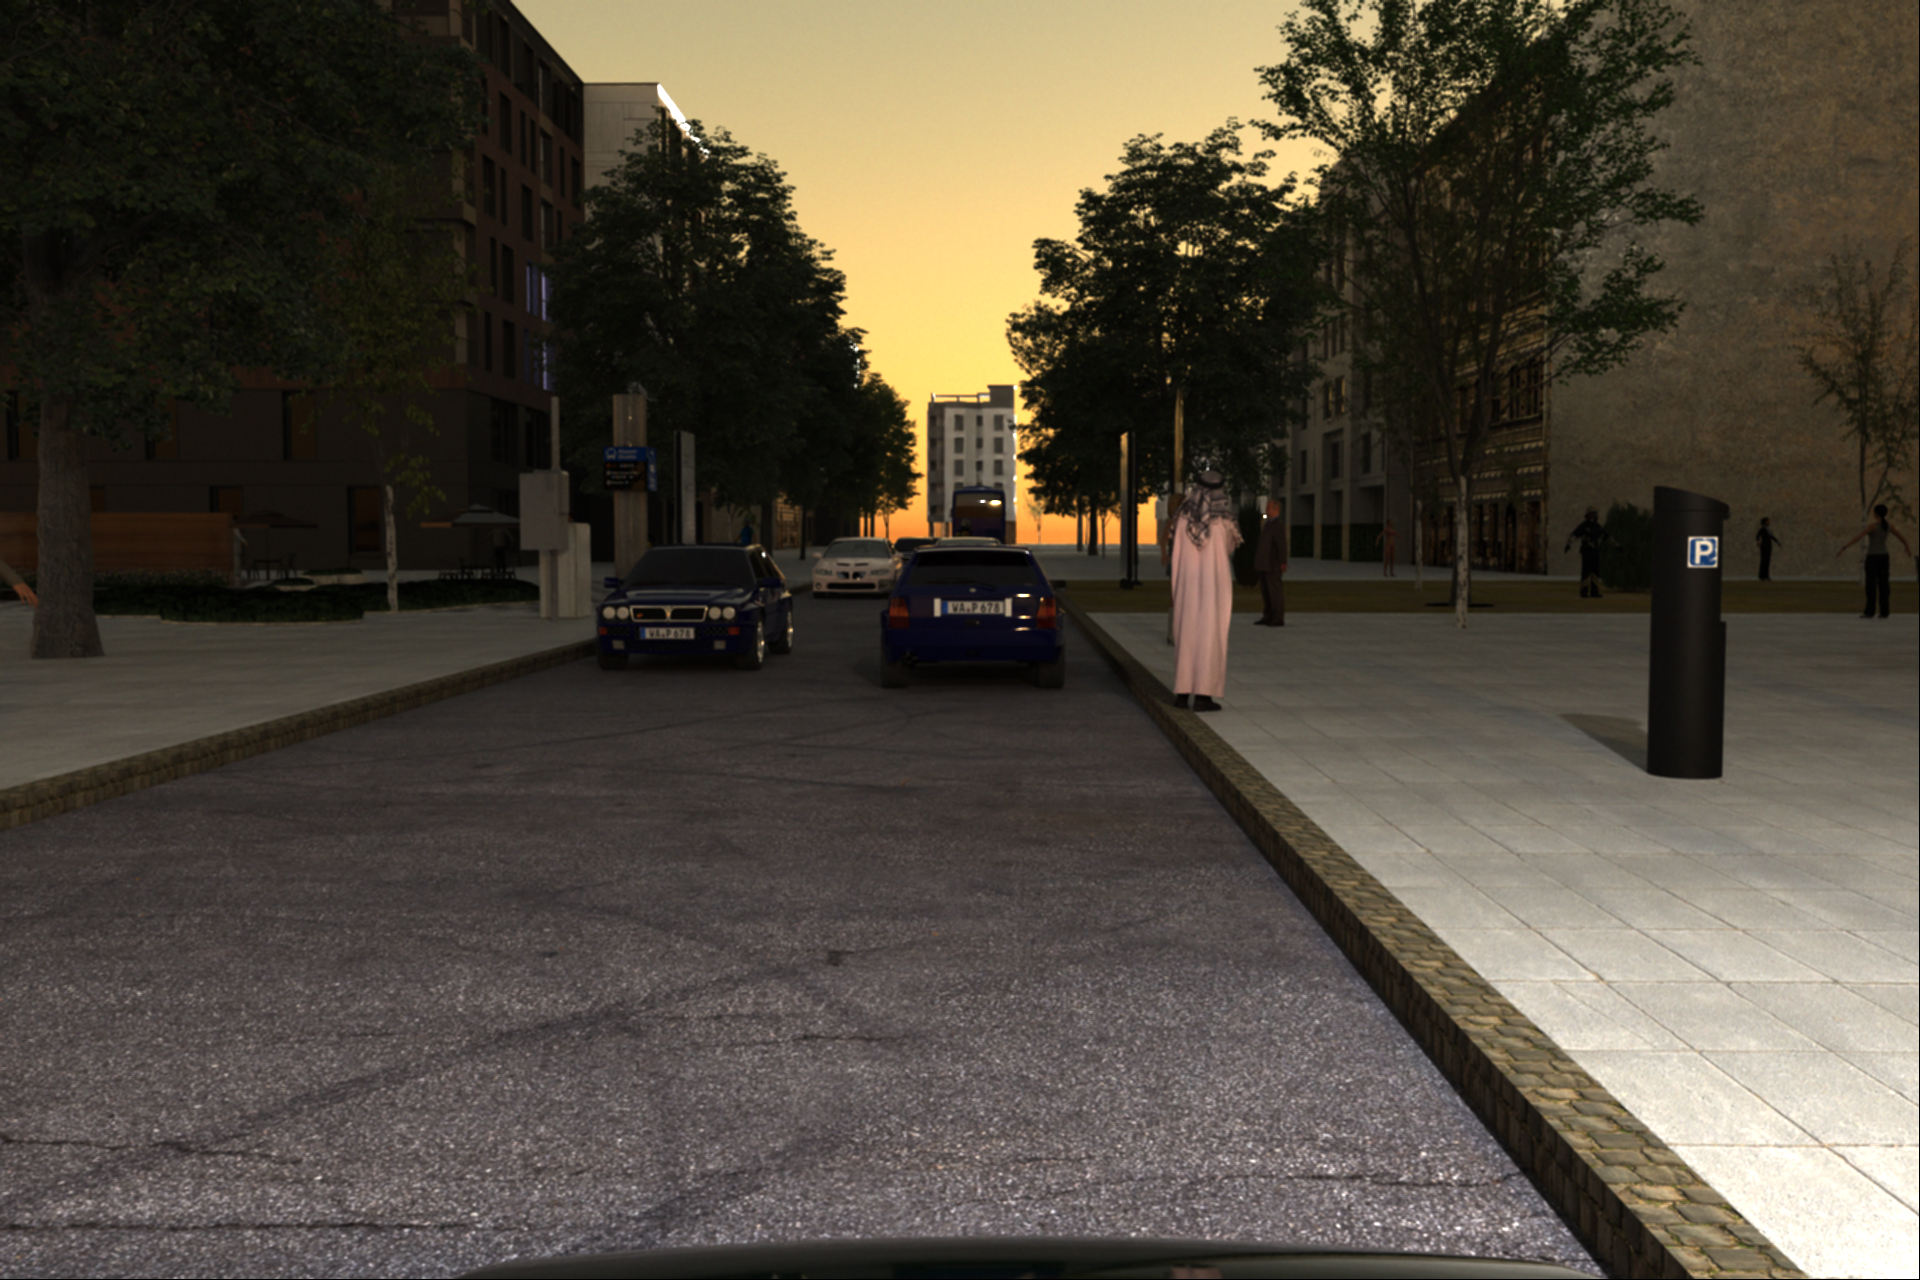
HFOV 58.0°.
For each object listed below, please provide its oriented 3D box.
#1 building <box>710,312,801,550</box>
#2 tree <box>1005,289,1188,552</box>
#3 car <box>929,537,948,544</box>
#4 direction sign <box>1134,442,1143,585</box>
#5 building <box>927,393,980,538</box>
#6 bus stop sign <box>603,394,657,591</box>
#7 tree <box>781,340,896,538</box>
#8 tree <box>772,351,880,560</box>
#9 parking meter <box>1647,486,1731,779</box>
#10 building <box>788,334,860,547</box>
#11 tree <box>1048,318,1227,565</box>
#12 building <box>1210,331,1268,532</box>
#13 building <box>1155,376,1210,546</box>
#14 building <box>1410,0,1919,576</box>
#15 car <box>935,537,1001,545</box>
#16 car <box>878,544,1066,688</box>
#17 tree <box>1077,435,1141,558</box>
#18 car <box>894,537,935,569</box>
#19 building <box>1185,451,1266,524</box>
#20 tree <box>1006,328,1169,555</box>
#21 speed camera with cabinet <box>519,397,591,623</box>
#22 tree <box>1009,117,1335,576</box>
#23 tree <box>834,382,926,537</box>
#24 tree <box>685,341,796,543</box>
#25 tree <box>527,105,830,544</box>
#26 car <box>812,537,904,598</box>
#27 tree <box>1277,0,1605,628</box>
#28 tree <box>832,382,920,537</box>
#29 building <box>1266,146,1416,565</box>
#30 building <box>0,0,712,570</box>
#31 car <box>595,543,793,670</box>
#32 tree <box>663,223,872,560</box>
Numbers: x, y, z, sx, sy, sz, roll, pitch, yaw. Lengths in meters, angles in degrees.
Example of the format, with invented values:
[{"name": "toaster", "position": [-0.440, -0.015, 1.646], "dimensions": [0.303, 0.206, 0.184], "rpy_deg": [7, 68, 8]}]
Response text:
[{"name": "building", "position": [-24.218, -19.593, 151.273], "dimensions": [19.493, 23.208, 18.063], "rpy_deg": [0, 4, 1]}, {"name": "tree", "position": [9.855, -16.410, 124.197], "dimensions": [12.611, 20.169, 13.585], "rpy_deg": [0, 3, 0]}, {"name": "car", "position": [-0.993, -3.069, 62.754], "dimensions": [1.945, 1.354, 3.894], "rpy_deg": [0, 4, 1]}, {"name": "direction sign", "position": [4.407, -3.137, 43.292], "dimensions": [0.379, 3.537, 0.876], "rpy_deg": [0, 4, 1]}, {"name": "building", "position": [-3.854, -22.305, 223.567], "dimensions": [11.380, 20.090, 16.016], "rpy_deg": [0, 4, -3]}, {"name": "bus stop sign", "position": [-6.258, -2.684, 32.897], "dimensions": [0.837, 3.901, 0.837], "rpy_deg": [0, 4, 2]}, {"name": "tree", "position": [-7.305, -11.207, 101.362], "dimensions": [7.486, 12.596, 7.792], "rpy_deg": [0, 3, 0]}, {"name": "tree", "position": [-7.496, -9.259, 85.805], "dimensions": [7.601, 10.594, 8.767], "rpy_deg": [-1, 4, -17]}, {"name": "parking meter", "position": [3.866, -0.048, 9.198], "dimensions": [0.372, 1.533, 0.369], "rpy_deg": [0, 3, 0]}, {"name": "building", "position": [-25.286, -20.385, 177.271], "dimensions": [27.936, 21.610, 32.646], "rpy_deg": [0, 4, 1]}, {"name": "tree", "position": [7.441, -8.415, 71.994], "dimensions": [8.767, 10.594, 7.601], "rpy_deg": [2, 4, 23]}, {"name": "building", "position": [28.006, -18.411, 157.436], "dimensions": [16.016, 20.090, 11.380], "rpy_deg": [0, 4, 1]}, {"name": "building", "position": [28.159, -21.198, 203.013], "dimensions": [16.016, 20.090, 11.380], "rpy_deg": [0, 4, 2]}, {"name": "building", "position": [27.571, -14.104, 61.528], "dimensions": [19.493, 23.208, 18.063], "rpy_deg": [0, 4, 2]}, {"name": "car", "position": [0.180, -1.457, 36.180], "dimensions": [2.083, 1.381, 4.827], "rpy_deg": [0, 4, 1]}, {"name": "car", "position": [0.124, -0.297, 17.434], "dimensions": [1.945, 1.354, 3.894], "rpy_deg": [0, 4, 0]}, {"name": "tree", "position": [7.674, -8.702, 92.637], "dimensions": [4.360, 8.622, 3.978], "rpy_deg": [0, 3, 0]}, {"name": "car", "position": [-1.482, -2.705, 56.815], "dimensions": [1.945, 1.354, 3.894], "rpy_deg": [0, 4, 1]}, {"name": "building", "position": [27.622, -14.242, 175.007], "dimensions": [9.099, 9.664, 28.070], "rpy_deg": [0, 4, 1]}, {"name": "tree", "position": [7.924, -12.079, 104.149], "dimensions": [9.857, 13.997, 8.962], "rpy_deg": [0, 3, 0]}, {"name": "speed camera with cabinet", "position": [-6.015, -1.922, 25.757], "dimensions": [0.660, 3.252, 2.038], "rpy_deg": [0, 4, 1]}, {"name": "tree", "position": [6.602, -8.965, 53.228], "dimensions": [9.857, 13.997, 8.962], "rpy_deg": [0, 3, 0]}, {"name": "tree", "position": [-6.297, -12.934, 129.591], "dimensions": [7.486, 12.596, 7.792], "rpy_deg": [0, 3, 0]}, {"name": "tree", "position": [-8.260, -6.934, 63.727], "dimensions": [4.737, 8.622, 4.395], "rpy_deg": [0, 3, 0]}, {"name": "tree", "position": [-8.595, -8.982, 53.513], "dimensions": [9.857, 13.997, 8.962], "rpy_deg": [0, 3, 0]}, {"name": "car", "position": [-2.312, -1.696, 40.093], "dimensions": [2.083, 1.381, 4.827], "rpy_deg": [0, 4, 2]}, {"name": "tree", "position": [7.039, -4.473, 23.491], "dimensions": [4.360, 8.622, 3.978], "rpy_deg": [0, 3, 0]}, {"name": "tree", "position": [-6.304, -11.752, 117.907], "dimensions": [9.928, 11.665, 9.643], "rpy_deg": [0, 3, 0]}, {"name": "building", "position": [26.363, -13.493, 87.076], "dimensions": [16.747, 18.905, 31.486], "rpy_deg": [0, 4, 1]}, {"name": "building", "position": [-27.569, -14.246, 76.901], "dimensions": [27.936, 21.610, 32.646], "rpy_deg": [0, 4, 1]}, {"name": "car", "position": [-2.914, -0.421, 19.457], "dimensions": [1.945, 1.354, 3.894], "rpy_deg": [0, 4, 2]}, {"name": "tree", "position": [-8.221, -10.158, 72.736], "dimensions": [9.857, 13.997, 8.962], "rpy_deg": [0, 3, 0]}]
